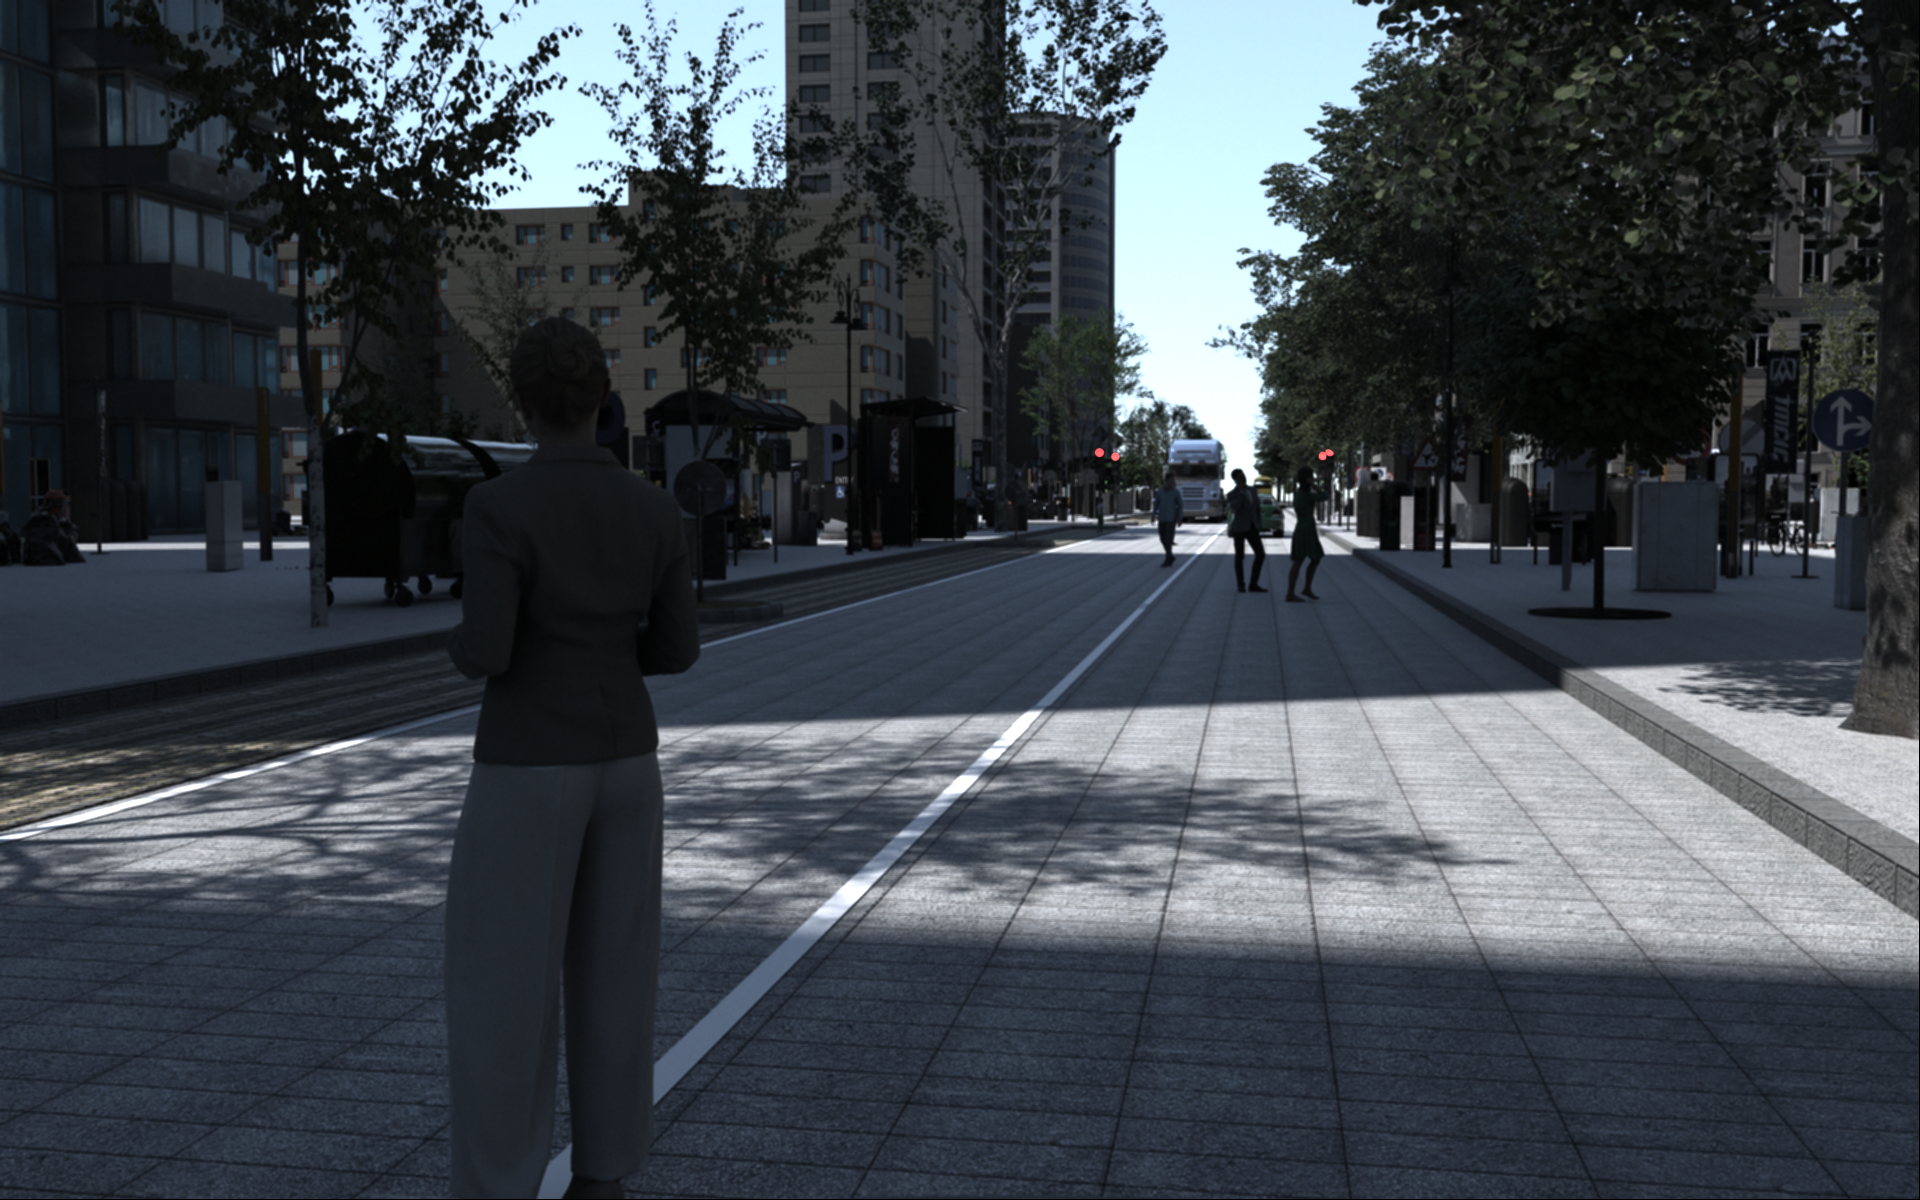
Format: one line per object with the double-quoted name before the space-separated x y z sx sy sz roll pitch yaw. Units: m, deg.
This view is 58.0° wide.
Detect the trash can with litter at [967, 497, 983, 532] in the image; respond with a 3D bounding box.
"trash can with litter" 0.384 -2.952 59.654 0.624 1.170 1.055 1 4 15

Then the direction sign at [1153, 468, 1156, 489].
"direction sign" 17.241 -9.876 153.467 0.379 3.537 0.876 0 4 -7

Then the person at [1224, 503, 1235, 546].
"person" 7.771 -2.411 48.263 0.623 1.781 0.721 -2 4 -27

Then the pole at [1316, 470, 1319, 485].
"pole" 24.104 -7.512 116.670 0.158 3.312 0.155 0 3 0

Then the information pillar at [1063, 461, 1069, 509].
"information pillar" 7.358 -8.045 122.895 0.183 3.616 0.504 -1 4 -16

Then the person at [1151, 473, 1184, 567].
"person" 4.144 -1.578 34.165 0.638 1.841 0.748 3 5 39

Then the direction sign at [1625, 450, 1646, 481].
"direction sign" 29.253 -5.078 75.015 0.876 3.537 0.379 2 4 29

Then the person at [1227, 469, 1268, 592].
"person" 4.202 -1.018 25.322 0.592 1.802 0.473 -1 4 -8

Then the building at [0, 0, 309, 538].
"building" -38.460 -26.540 53.532 30.456 49.044 23.786 1 4 10

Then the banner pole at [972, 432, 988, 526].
"banner pole" 0.852 -4.869 69.630 0.863 3.779 0.401 -1 4 -19

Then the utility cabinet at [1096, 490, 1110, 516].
"utility cabinet" 8.217 -5.577 99.863 0.318 1.500 1.173 2 4 31

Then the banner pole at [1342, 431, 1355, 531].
"banner pole" 13.629 -4.302 60.356 0.401 3.779 0.863 2 4 31

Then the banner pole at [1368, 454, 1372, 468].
"banner pole" 25.794 -7.303 109.416 0.863 3.779 0.401 -2 4 -33

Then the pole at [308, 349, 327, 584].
"pole" -9.119 -1.880 24.577 0.158 3.312 0.155 0 3 0

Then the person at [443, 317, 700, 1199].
"person" -0.767 0.352 3.299 0.519 1.759 0.362 -3 5 -41

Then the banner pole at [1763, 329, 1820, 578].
"banner pole" 12.727 -2.231 26.488 0.863 3.779 0.401 1 4 18

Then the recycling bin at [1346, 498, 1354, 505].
"recycling bin" 24.793 -5.920 109.341 0.722 1.027 0.722 0 4 0

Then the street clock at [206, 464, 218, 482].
"street clock" -18.205 -2.302 42.201 0.358 2.002 0.471 -2 4 -31

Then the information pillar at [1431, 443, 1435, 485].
"information pillar" 21.611 -5.409 79.797 0.504 3.616 0.183 0 4 3

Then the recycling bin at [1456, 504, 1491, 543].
"recycling bin" 13.668 -2.046 46.008 0.722 1.027 0.722 -1 4 -17

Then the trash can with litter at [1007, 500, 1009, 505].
"trash can with litter" 2.144 -4.279 81.353 0.624 1.170 1.055 -2 4 -24

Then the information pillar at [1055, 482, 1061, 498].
"information pillar" 5.815 -5.986 102.356 0.304 2.012 0.304 1 4 15

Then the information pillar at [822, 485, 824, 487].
"information pillar" -7.327 -6.268 93.839 0.183 3.616 0.504 -3 4 -38

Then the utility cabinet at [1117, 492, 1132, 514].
"utility cabinet" 10.294 -6.130 108.911 1.173 1.500 0.318 -2 4 -35

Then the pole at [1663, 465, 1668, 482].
"pole" 32.019 -5.189 78.684 0.158 3.312 0.155 0 3 0

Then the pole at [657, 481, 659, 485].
"pole" -16.889 -6.282 96.558 0.158 3.312 0.155 0 3 0

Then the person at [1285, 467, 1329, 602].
"person" 4.593 -0.881 23.147 0.529 1.795 0.600 -1 4 -11

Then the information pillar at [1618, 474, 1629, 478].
"information pillar" 24.779 -3.687 64.770 0.304 2.012 0.304 -2 4 -24

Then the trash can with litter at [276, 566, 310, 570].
"trash can with litter" -10.495 -1.122 29.398 1.678 1.210 2.233 -3 5 -40

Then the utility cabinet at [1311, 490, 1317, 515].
"utility cabinet" 21.844 -5.945 105.883 0.318 1.500 1.173 -3 4 -38

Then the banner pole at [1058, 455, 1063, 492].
"banner pole" 6.488 -7.438 111.632 0.401 3.779 0.863 2 4 28

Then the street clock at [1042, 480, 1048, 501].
"street clock" 4.431 -5.244 90.307 0.358 2.002 0.471 1 4 14

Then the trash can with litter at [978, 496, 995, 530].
"trash can with litter" 0.653 -3.113 61.947 2.233 1.210 1.678 0 4 1

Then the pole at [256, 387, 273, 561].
"pole" -13.337 -2.408 33.206 0.158 3.312 0.155 0 3 0

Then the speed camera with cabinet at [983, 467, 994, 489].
"speed camera with cabinet" 2.658 -8.066 126.221 2.038 3.252 0.660 -2 4 -26

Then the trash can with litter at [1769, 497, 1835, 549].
"trash can with litter" 20.165 -1.835 41.066 1.678 1.210 2.233 1 4 22

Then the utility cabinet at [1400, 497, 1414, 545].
"utility cabinet" 11.394 -2.001 43.882 1.020 1.237 0.306 3 5 41

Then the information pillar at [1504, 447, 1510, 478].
"information pillar" 26.474 -5.667 84.011 0.504 3.616 0.183 -2 4 -35

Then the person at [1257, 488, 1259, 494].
"person" 19.762 -6.553 115.598 0.622 1.834 0.822 -3 4 -39

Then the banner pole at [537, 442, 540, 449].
"banner pole" -17.682 -4.988 71.568 0.863 3.779 0.401 1 4 13

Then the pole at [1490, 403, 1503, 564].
"pole" 9.876 -2.324 31.838 0.158 3.312 0.155 0 3 0

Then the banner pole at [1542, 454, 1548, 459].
"banner pole" 13.175 -2.959 38.404 0.863 3.779 0.401 -2 4 -29

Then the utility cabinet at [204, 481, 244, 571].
"utility cabinet" -12.364 -1.248 29.081 0.318 1.500 1.173 -1 4 -9

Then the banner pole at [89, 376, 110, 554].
"banner pole" -18.192 -2.854 36.674 0.863 3.779 0.401 3 5 45

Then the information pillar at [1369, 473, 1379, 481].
"information pillar" 14.216 -3.365 59.506 0.304 2.012 0.304 1 4 9

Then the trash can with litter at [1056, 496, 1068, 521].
"trash can with litter" 4.735 -4.285 81.449 0.624 1.170 1.055 -1 4 -10

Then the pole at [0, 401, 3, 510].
"pole" -20.995 -2.693 37.866 0.158 3.312 0.155 0 3 0

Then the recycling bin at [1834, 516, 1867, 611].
"recycling bin" 10.238 -0.414 19.319 0.722 1.027 0.722 1 4 13

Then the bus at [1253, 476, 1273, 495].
"bus" 42.159 -15.257 241.002 2.896 3.916 12.252 1 4 10

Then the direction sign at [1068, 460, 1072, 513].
"direction sign" 7.390 -7.533 115.166 0.379 3.537 0.876 2 4 32

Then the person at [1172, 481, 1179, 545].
"person" 5.900 -2.435 48.489 0.721 1.800 0.419 -2 4 -35

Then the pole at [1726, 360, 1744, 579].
"pole" 11.753 -1.983 26.270 0.158 3.312 0.155 0 3 0

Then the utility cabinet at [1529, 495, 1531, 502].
"utility cabinet" 26.852 -4.282 81.169 1.020 1.237 0.306 0 4 1

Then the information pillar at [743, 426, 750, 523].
"information pillar" -7.091 -4.052 57.610 0.183 3.616 0.504 1 4 9

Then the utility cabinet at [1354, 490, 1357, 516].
"utility cabinet" 22.967 -5.482 98.311 1.173 1.500 0.318 1 4 20

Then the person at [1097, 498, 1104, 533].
"person" 5.133 -3.103 63.476 0.306 1.304 0.590 2 4 31

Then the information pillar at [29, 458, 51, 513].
"information pillar" -18.830 -1.896 35.491 0.304 2.012 0.304 3 5 42

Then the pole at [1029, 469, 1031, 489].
"pole" 5.600 -8.848 138.515 0.158 3.312 0.155 0 3 0
